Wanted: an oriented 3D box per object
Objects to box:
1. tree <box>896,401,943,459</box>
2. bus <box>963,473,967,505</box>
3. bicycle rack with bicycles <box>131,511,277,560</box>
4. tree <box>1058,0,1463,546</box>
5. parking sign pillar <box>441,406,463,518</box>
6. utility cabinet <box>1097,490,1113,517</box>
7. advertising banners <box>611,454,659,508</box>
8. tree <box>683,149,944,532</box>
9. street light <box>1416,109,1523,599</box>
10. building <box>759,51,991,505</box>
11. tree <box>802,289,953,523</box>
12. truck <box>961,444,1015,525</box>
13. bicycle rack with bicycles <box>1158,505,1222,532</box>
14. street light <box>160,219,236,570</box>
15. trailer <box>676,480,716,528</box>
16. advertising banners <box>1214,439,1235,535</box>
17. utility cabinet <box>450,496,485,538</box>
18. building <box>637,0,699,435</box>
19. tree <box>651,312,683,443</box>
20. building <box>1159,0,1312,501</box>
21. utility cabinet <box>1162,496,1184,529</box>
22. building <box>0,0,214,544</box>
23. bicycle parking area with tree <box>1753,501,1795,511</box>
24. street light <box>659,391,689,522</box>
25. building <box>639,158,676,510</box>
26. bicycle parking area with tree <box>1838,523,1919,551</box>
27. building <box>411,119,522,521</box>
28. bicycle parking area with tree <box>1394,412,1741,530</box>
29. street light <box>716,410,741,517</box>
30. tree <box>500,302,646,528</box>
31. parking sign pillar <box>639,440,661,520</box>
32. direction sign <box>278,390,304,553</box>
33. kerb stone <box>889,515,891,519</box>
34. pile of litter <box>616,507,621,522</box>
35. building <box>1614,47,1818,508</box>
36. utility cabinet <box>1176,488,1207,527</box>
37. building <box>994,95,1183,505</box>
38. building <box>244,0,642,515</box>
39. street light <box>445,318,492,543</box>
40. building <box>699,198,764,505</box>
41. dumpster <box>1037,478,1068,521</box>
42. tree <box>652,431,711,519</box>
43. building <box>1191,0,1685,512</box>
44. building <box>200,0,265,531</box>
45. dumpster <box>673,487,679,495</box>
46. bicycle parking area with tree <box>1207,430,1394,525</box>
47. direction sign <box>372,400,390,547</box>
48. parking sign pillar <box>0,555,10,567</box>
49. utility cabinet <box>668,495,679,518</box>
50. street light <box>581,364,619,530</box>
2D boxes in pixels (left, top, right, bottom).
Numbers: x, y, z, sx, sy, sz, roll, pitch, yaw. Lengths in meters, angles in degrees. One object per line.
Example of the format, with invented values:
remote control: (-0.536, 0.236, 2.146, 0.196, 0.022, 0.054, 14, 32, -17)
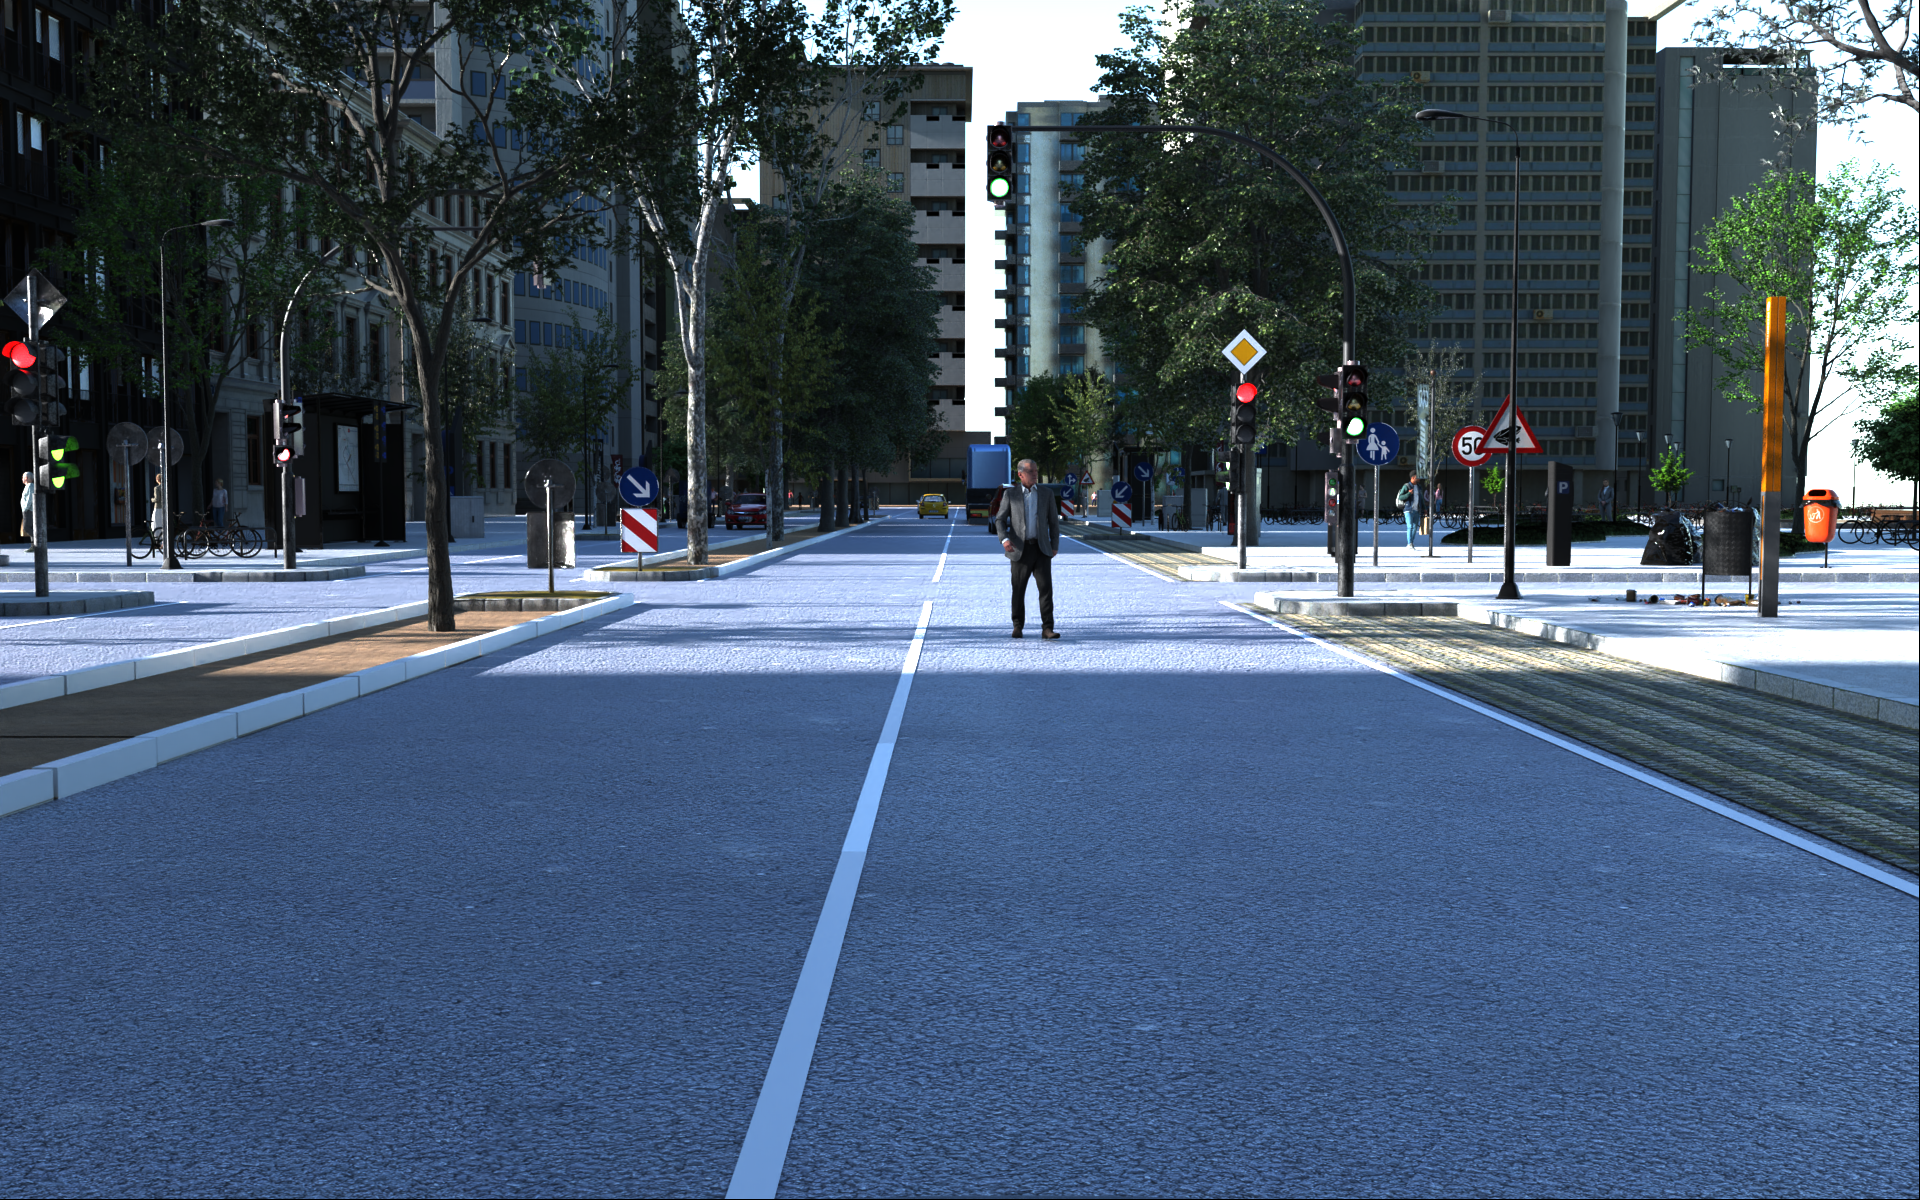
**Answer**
tree: (-5.054, -9.602, 93.864, 8.767, 10.594, 7.601, 0, 3, 0)
bus: (1.890, -10.655, 165.755, 2.896, 3.916, 12.252, 0, 4, -2)
bicycle rack with bicycles: (-15.217, -1.312, 34.841, 2.925, 0.926, 2.852, -3, 5, -42)
tree: (7.207, -8.319, 42.673, 9.857, 13.997, 8.962, 0, 3, 0)
parking sign pillar: (-15.359, -3.907, 52.359, 1.447, 3.967, 1.447, 0, 4, -6)
utility cabinet: (8.183, -5.329, 95.815, 1.173, 1.500, 0.318, -1, 4, -17)
advertising banners: (-14.405, -4.928, 76.759, 2.074, 3.025, 0.090, -1, 4, -12)
tree: (-5.039, -9.536, 65.027, 9.857, 13.997, 8.962, 0, 3, 0)
street light: (6.202, -2.969, 21.087, 1.470, 5.913, 1.316, 0, 3, 0)
building: (-10.081, -38.149, 212.966, 27.495, 52.752, 28.713, 0, 3, 0)
tree: (-5.159, -10.119, 84.913, 9.611, 12.733, 9.660, 0, 3, 0)
truck: (1.578, -6.013, 88.068, 2.967, 4.110, 18.799, 0, 3, 0)
bicycle rack with bicycles: (7.925, -2.828, 59.625, 2.852, 0.926, 2.925, 0, 4, 7)
street light: (-12.942, -3.480, 29.434, 1.470, 5.913, 1.316, 0, 3, 0)
trailer: (-11.089, -3.977, 72.065, 1.471, 1.999, 3.904, 0, 4, 0)
advertising banners: (8.563, -3.548, 54.190, 0.090, 3.025, 2.074, -2, 4, -29)
utility cabinet: (-14.379, -2.398, 50.363, 1.020, 1.237, 0.306, -2, 4, -27)
building: (-36.004, -32.712, 158.536, 21.600, 48.544, 21.300, 0, 3, 0)
tree: (-13.906, -12.091, 104.345, 9.857, 13.997, 8.962, 0, 3, 0)
building: (32.841, -34.622, 155.316, 28.713, 52.752, 27.495, 0, 3, 0)
utility cabinet: (7.944, -3.198, 63.445, 1.020, 1.237, 0.306, -1, 4, -13)
building: (-30.341, -13.326, 47.562, 12.332, 23.373, 15.834, 0, 3, 0)
bicycle parking area with tree: (32.384, -5.713, 80.417, 8.231, 4.147, 9.016, -3, 5, -41)
street light: (-12.951, -6.472, 78.356, 1.470, 5.913, 1.316, 0, 3, 0)
building: (-31.115, -22.515, 139.823, 14.160, 30.474, 14.107, 0, 3, 0)
bicycle parking area with tree: (25.470, -3.261, 40.325, 9.016, 4.147, 8.231, 2, 4, 28)
building: (-30.399, -15.444, 88.667, 11.583, 22.565, 21.152, 0, 3, 0)
bicycle parking area with tree: (22.014, -4.656, 63.135, 9.016, 4.147, 8.231, -1, 4, -13)
street light: (-12.782, -7.521, 95.506, 1.470, 5.913, 1.316, 0, 3, 0)
tree: (-14.134, -7.056, 65.726, 4.737, 8.622, 4.395, 0, 3, 0)
parking sign pillar: (-15.526, -5.940, 85.583, 1.447, 3.967, 1.447, 0, 4, 0)
direction sign: (-14.669, -2.816, 38.034, 0.379, 3.537, 0.876, 1, 4, 13)
kerb stone: (-4.182, -4.720, 99.368, 0.120, 0.150, 1.000, 0, 3, 0)
pile of litter: (-15.824, -4.049, 80.170, 1.176, 0.858, 1.719, 0, 4, 5)
building: (69.732, -29.281, 162.346, 14.086, 41.232, 14.154, 0, 3, 0)
utility cabinet: (8.916, -3.549, 66.709, 1.173, 1.500, 0.318, 1, 4, 20)
building: (19.352, -36.140, 210.501, 30.456, 49.044, 23.786, 0, 3, 0)
building: (-35.013, -35.220, 117.852, 21.231, 58.520, 28.212, 0, 3, 0)
street light: (-13.009, -4.477, 45.740, 1.470, 5.913, 1.316, 0, 3, 0)
building: (-35.880, -31.957, 214.381, 23.993, 40.220, 32.217, 0, 3, 0)
dumpster: (4.697, -5.258, 90.923, 1.985, 2.255, 1.502, 0, 4, 1)
tree: (-14.728, -6.541, 90.656, 4.285, 4.588, 4.351, 0, 3, 0)
building: (33.859, -26.796, 130.000, 32.217, 40.220, 23.993, 0, 3, 0)
building: (-30.449, -14.122, 67.046, 11.583, 22.565, 21.152, 0, 3, 0)
dumpster: (-15.117, -5.674, 95.263, 1.502, 2.255, 1.985, 0, 4, 0)
bicycle parking area with tree: (15.594, -5.405, 75.366, 9.016, 4.147, 8.231, 0, 4, -1)
direction sign: (-14.152, -3.076, 42.291, 0.379, 3.537, 0.876, 0, 4, 0)
parking sign pillar: (-17.696, -2.579, 30.635, 1.447, 3.967, 1.447, 1, 4, 13)
utility cabinet: (-15.301, -5.024, 93.308, 1.020, 1.237, 0.306, 3, 5, 44)
street light: (-12.872, -5.474, 62.045, 1.470, 5.913, 1.316, 0, 3, 0)
